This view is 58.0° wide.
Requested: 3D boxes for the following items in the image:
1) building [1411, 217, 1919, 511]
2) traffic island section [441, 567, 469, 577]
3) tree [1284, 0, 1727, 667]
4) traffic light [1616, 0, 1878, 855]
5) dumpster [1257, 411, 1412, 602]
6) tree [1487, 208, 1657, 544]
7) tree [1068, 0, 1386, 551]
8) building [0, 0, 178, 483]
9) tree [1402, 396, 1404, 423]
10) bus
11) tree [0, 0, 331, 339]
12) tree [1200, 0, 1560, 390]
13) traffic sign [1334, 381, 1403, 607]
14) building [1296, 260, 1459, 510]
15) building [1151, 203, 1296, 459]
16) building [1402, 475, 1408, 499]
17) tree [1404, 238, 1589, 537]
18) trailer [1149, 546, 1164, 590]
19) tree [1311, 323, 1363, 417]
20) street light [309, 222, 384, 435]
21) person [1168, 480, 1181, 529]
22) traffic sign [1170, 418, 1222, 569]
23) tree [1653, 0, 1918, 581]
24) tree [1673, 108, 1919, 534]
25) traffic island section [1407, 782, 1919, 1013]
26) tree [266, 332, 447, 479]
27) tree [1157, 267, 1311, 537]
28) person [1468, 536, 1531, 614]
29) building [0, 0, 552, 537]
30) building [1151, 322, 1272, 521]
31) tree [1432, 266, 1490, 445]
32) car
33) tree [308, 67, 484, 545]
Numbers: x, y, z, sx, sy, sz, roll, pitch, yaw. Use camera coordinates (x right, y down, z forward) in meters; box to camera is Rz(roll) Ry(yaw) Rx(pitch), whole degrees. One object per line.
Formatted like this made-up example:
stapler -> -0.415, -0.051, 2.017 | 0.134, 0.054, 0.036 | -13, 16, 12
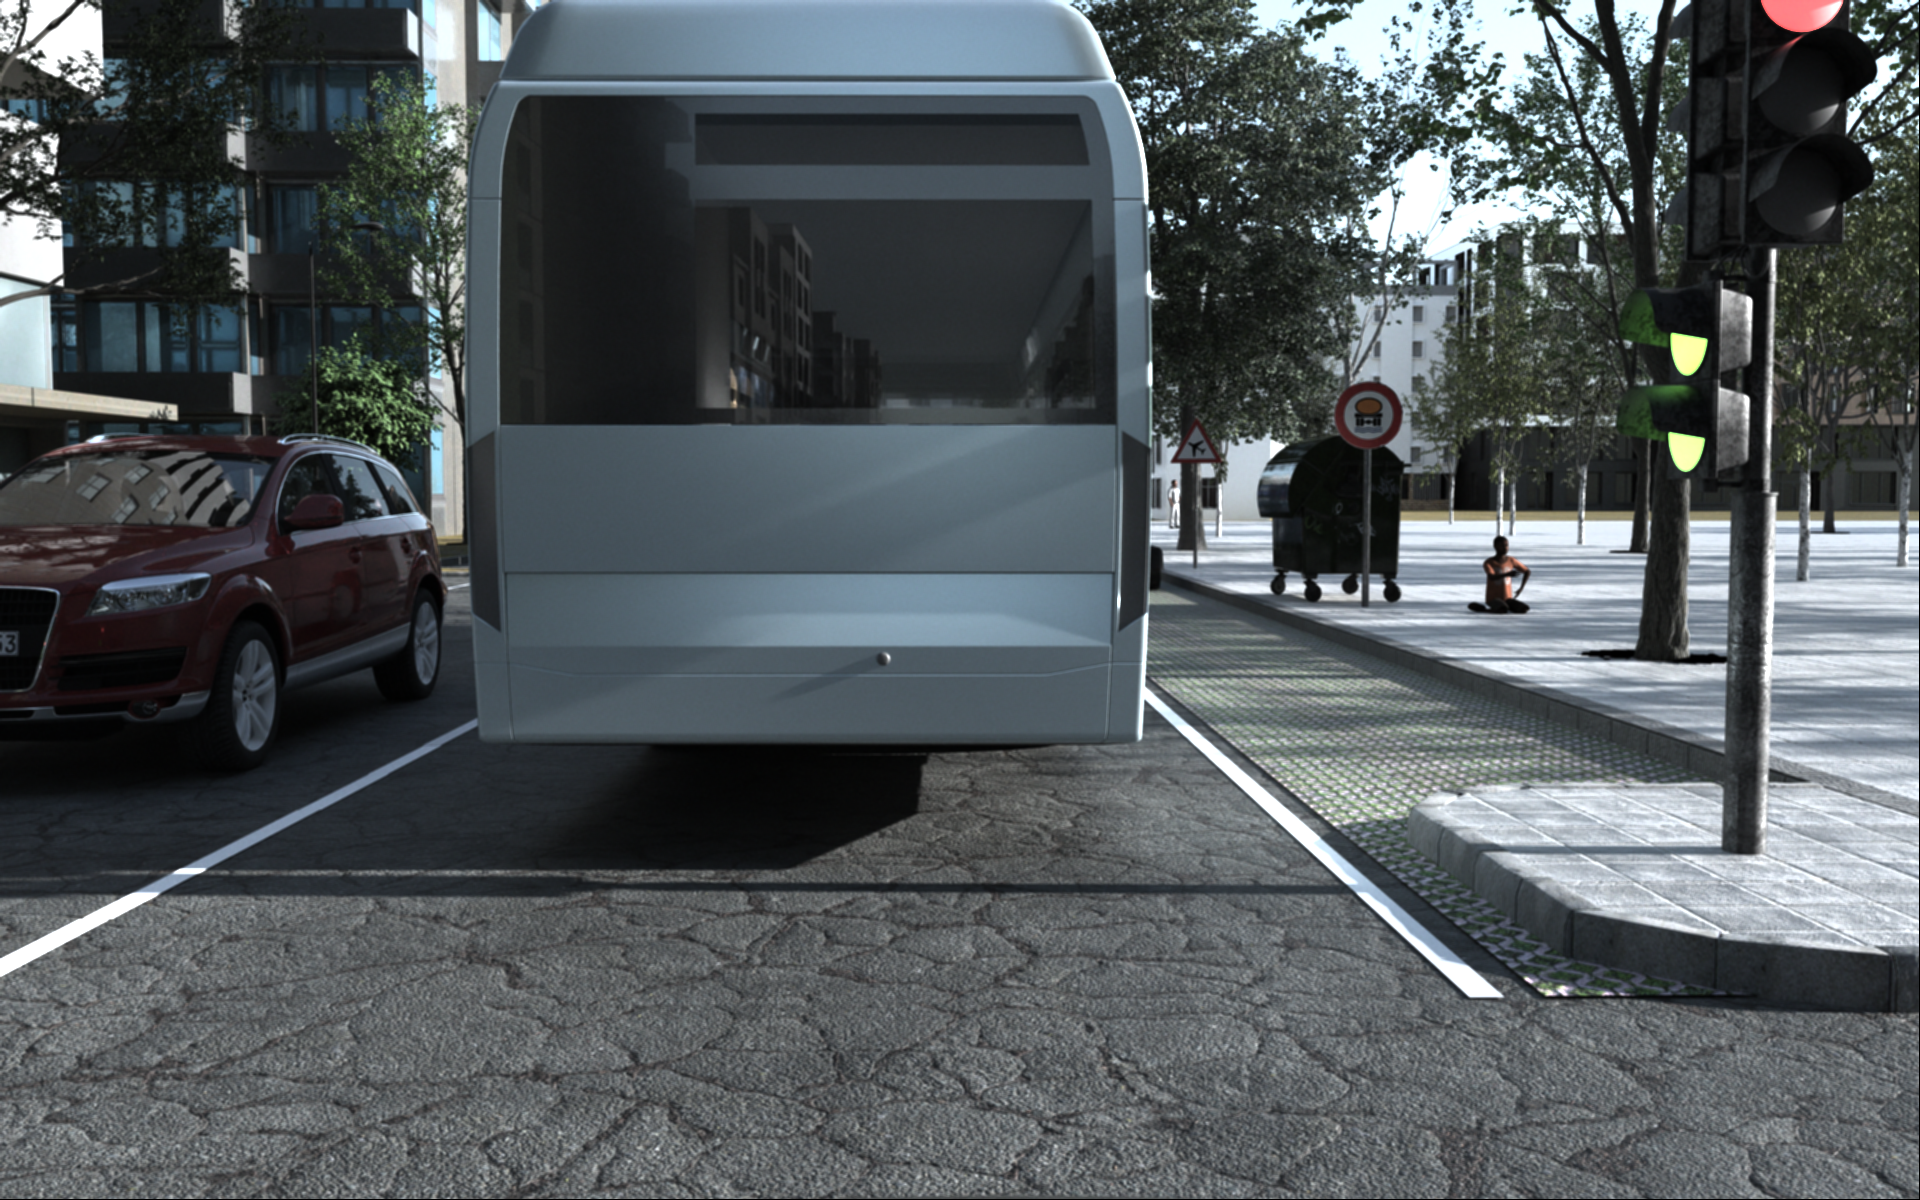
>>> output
building -> 56.728, -18.181, 141.236 | 32.646, 21.610, 27.936 | 0, 4, -1
traffic island section -> -8.792, -0.494, 30.942 | 1.991, 0.108, 1.994 | 0, 4, -1
tree -> 5.379, -5.332, 12.938 | 9.928, 11.665, 9.643 | 0, 3, 0
traffic light -> 2.802, -1.052, 6.114 | 0.839, 4.253, 0.868 | 0, 4, -1
dumpster -> 4.581, -1.149, 21.287 | 1.502, 2.255, 1.985 | 0, 4, -1
tree -> 15.985, -5.746, 44.312 | 4.360, 8.622, 3.978 | 0, 3, 0
tree -> 5.328, -8.102, 39.117 | 9.857, 13.997, 8.962 | 0, 3, 0
building -> -29.167, -26.366, 20.325 | 28.713, 52.752, 27.495 | 0, 4, -1
tree -> 21.035, -7.570, 74.133 | 4.737, 8.622, 4.395 | 0, 3, 0
bus -> -0.595, -1.113, 13.060 | 2.948, 3.499, 13.247 | 0, 4, 0
tree -> -11.069, -5.180, 19.110 | 7.601, 10.594, 8.767 | 0, 4, 1
tree -> 15.663, -12.680, 63.211 | 12.611, 20.169, 13.585 | 0, 3, 0
traffic sign -> 4.608, -1.193, 19.618 | 0.768, 2.556, 0.104 | 0, 4, 6
building -> 34.282, -17.758, 146.767 | 11.380, 20.091, 16.016 | 0, 4, -1
building -> 13.357, -15.961, 117.375 | 16.016, 20.091, 11.380 | 0, 4, -1
building -> 33.829, -18.983, 176.825 | 31.486, 18.905, 16.747 | 0, 4, -1
tree -> 15.717, -6.063, 49.499 | 4.737, 8.622, 4.395 | 0, 3, 0
trailer -> 2.281, -1.213, 26.885 | 1.471, 1.999, 3.904 | 0, 4, 1
tree -> 14.622, -7.504, 73.061 | 4.360, 8.622, 3.978 | 0, 3, 0
street light -> -10.554, -3.500, 29.764 | 1.470, 5.913, 1.316 | 0, 4, -1
person -> 7.990, -3.558, 64.367 | 0.875, 1.805, 0.789 | -3, 4, -38
traffic sign -> 4.052, -1.820, 29.755 | 0.884, 2.594, 0.081 | 0, 4, 1
tree -> 12.247, -4.592, 25.440 | 4.737, 8.622, 4.395 | 0, 3, 0
tree -> 28.181, -8.905, 55.968 | 12.009, 13.543, 11.850 | 0, 3, 0
traffic island section -> 2.842, 0.982, 6.229 | 2.009, 0.180, 2.903 | 0, 4, -1
tree -> -12.175, -3.140, 35.054 | 4.285, 4.588, 4.351 | 0, 3, 0
tree -> 7.574, -6.216, 51.988 | 4.360, 8.622, 3.978 | 0, 3, 0
person -> 5.908, -0.264, 18.651 | 0.859, 0.850, 0.655 | -1, 4, -10
building -> -25.535, -27.091, 62.544 | 23.786, 49.044, 30.456 | 0, 4, -1
building -> 10.375, -9.509, 97.615 | 9.099, 9.664, 28.070 | 0, 4, -1
tree -> 16.996, -6.327, 53.809 | 4.360, 8.622, 3.978 | 0, 3, 0
car -> -4.700, -0.118, 10.608 | 2.281, 1.827, 5.304 | 0, 4, -1
tree -> -12.555, -7.202, 43.504 | 9.928, 11.665, 9.643 | 0, 3, 0
